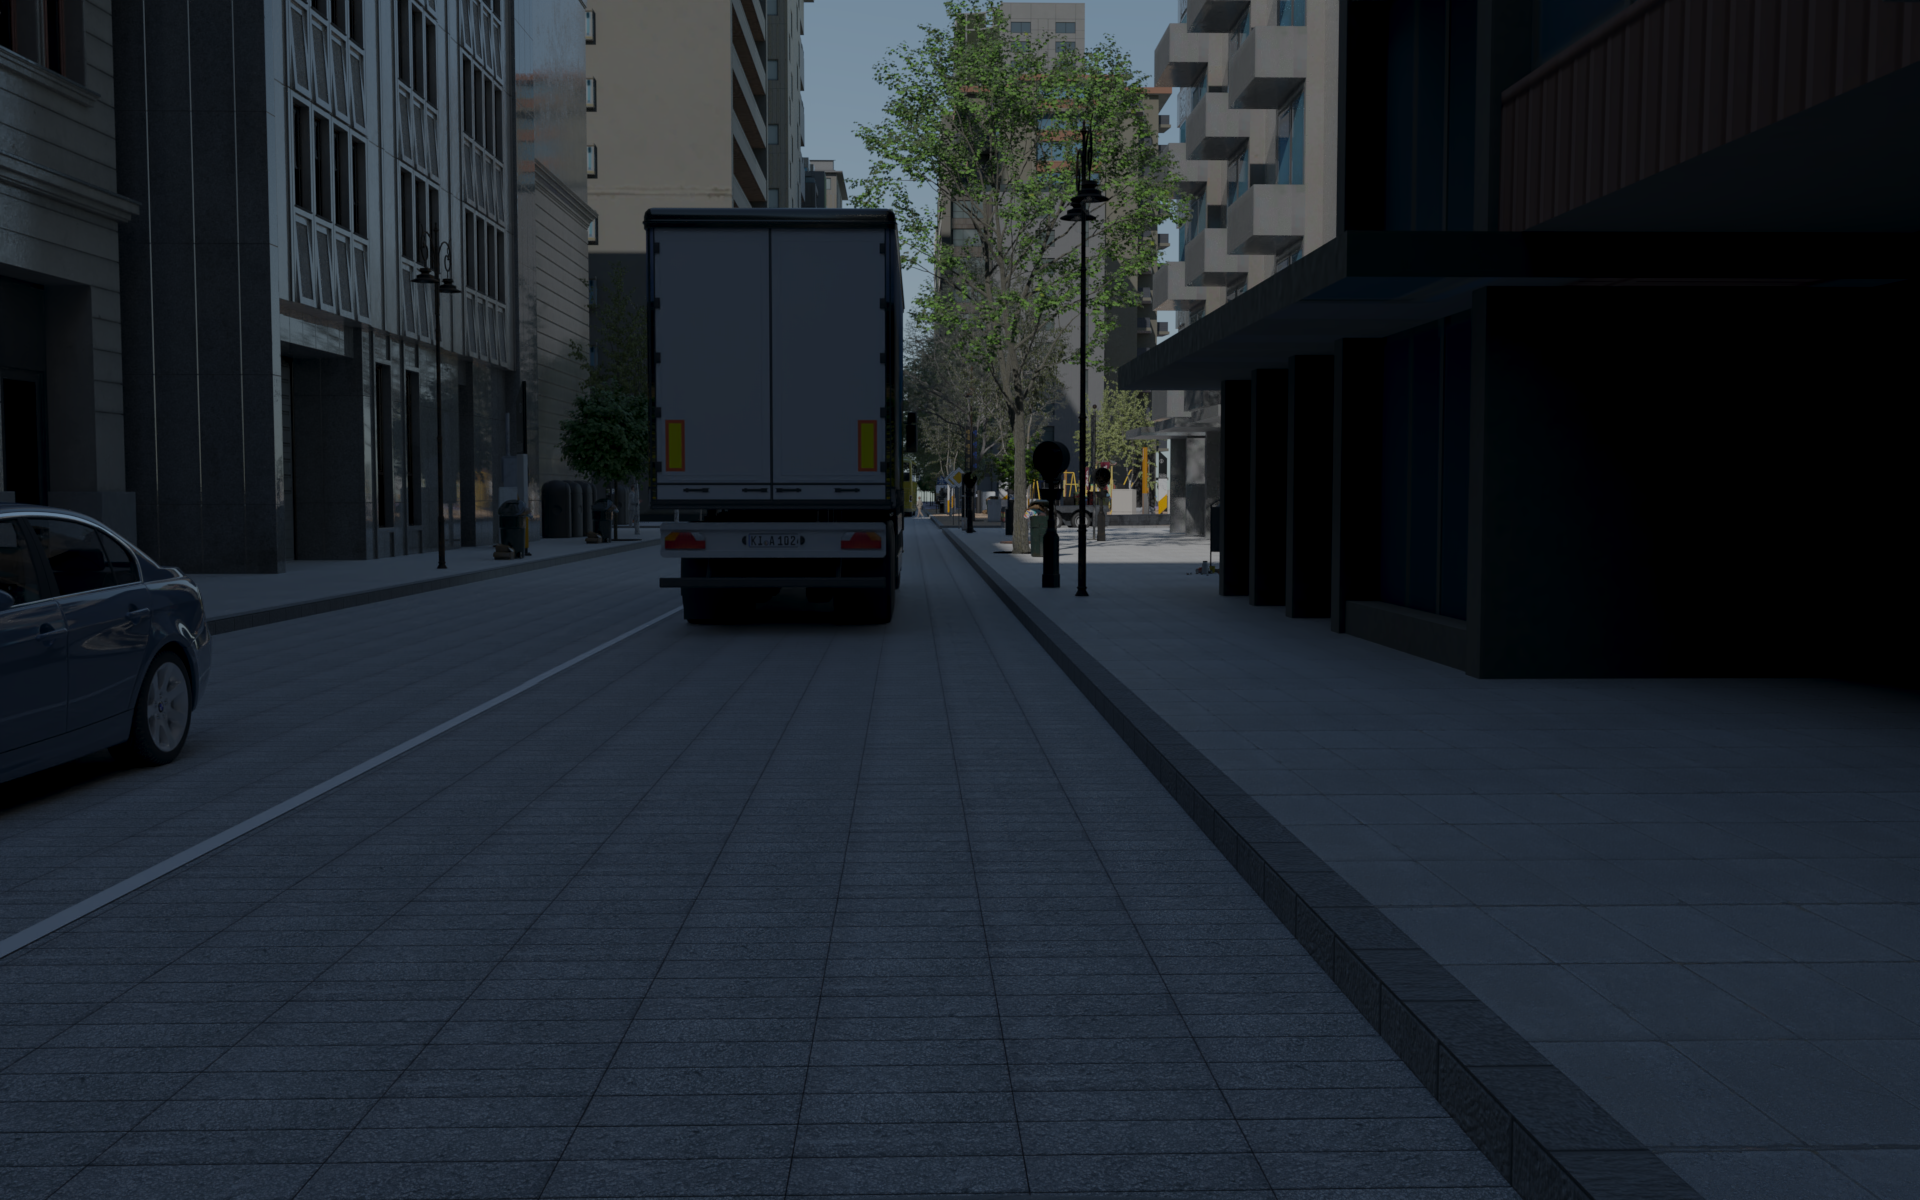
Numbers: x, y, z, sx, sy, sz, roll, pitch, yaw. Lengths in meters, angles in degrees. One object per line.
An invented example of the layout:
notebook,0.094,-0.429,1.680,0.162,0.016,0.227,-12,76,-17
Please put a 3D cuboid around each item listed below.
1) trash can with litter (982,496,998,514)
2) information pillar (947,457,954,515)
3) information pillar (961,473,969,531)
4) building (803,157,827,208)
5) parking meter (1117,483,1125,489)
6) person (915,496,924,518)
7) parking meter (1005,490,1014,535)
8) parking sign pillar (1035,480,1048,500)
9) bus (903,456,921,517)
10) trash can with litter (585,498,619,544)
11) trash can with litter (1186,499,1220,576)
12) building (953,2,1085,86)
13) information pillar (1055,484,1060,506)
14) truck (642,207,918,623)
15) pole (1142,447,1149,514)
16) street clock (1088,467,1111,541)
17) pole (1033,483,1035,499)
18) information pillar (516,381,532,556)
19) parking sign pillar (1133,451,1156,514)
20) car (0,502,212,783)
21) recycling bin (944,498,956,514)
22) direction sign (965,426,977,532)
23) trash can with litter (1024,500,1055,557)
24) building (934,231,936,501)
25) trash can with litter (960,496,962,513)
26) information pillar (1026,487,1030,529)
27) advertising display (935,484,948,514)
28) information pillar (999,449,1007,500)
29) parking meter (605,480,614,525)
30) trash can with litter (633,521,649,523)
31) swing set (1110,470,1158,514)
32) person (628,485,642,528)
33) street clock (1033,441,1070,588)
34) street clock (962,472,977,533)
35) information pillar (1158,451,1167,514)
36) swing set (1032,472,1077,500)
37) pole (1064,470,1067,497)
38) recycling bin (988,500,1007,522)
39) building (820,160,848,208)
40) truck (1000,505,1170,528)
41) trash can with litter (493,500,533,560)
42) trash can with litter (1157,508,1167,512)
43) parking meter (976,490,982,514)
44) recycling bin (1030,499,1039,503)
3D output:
trash can with litter,1.755,-6.062,110.500,0.624,1.170,1.055,-3,4,-36
information pillar,-0.565,-7.051,106.637,0.504,3.616,0.183,-3,5,-43
information pillar,0.245,-3.445,60.810,0.304,2.012,0.304,-1,4,-23
building,-30.237,-38.326,246.231,23.786,49.044,30.456,0,4,-2
parking meter,8.586,-5.302,92.394,0.399,1.863,0.255,-3,4,-38
person,-2.409,-5.514,102.927,0.640,1.303,0.475,2,4,29
parking meter,1.601,-2.793,54.069,0.372,1.533,0.369,0,3,0
parking sign pillar,6.541,-9.015,135.863,1.447,3.967,1.447,-1,4,-14
bus,-4.134,-7.306,111.002,2.896,3.916,12.252,0,4,0
trash can with litter,-9.348,-2.061,45.080,0.624,1.170,1.055,1,4,10
trash can with litter,4.707,-1.034,27.957,2.233,1.210,1.678,0,4,1
building,7.242,-50.140,258.044,20.563,71.187,20.611,0,4,-2
information pillar,5.226,-5.466,93.864,0.304,2.012,0.304,-1,4,-19
truck,-1.981,-2.060,22.600,2.839,4.237,11.283,0,4,-1
pole,8.083,-5.012,75.785,0.158,3.312,0.155,0,3,0
street clock,3.831,-2.590,46.919,0.471,2.002,0.358,-1,4,-16
pole,6.199,-9.220,144.592,0.158,3.312,0.155,0,3,0
information pillar,-9.105,-2.733,36.036,0.183,3.616,0.504,-2,4,-31
parking sign pillar,11.160,-7.136,105.139,1.447,3.967,1.447,0,4,1
car,-5.044,0.251,7.895,2.014,1.417,4.499,0,3,0
recycling bin,-0.660,-6.092,112.153,0.722,1.027,0.722,0,4,-3
direction sign,0.370,-4.042,58.088,0.379,3.537,0.876,2,4,26
trash can with litter,1.639,-1.476,35.520,0.624,1.170,1.055,0,4,4
building,6.378,-41.090,295.525,21.300,48.544,21.600,0,4,-2
trash can with litter,0.242,-6.401,116.044,0.624,1.170,1.055,0,4,3
information pillar,2.276,-3.454,60.973,0.304,2.012,0.304,1,4,16
advertising display,-1.162,-6.665,114.181,0.974,1.923,0.123,-1,4,-20
information pillar,2.242,-6.018,89.751,0.504,3.616,0.183,0,4,-3
parking meter,-14.288,-3.985,70.864,0.255,1.863,0.399,2,4,27
trash can with litter,-15.120,-4.042,77.150,2.233,1.210,1.678,2,4,28
swing set,11.160,-6.871,109.959,2.862,2.851,3.119,0,4,-5
person,-12.602,-3.582,67.265,0.583,1.804,0.606,-1,4,-12
street clock,1.248,-1.169,23.691,0.471,2.002,0.358,2,4,32
street clock,0.320,-3.188,56.693,0.471,2.002,0.358,0,4,-4
information pillar,10.932,-6.247,93.494,0.504,3.616,0.183,-1,4,-14
swing set,6.894,-7.740,124.173,3.119,2.851,2.862,-1,4,-14
pole,8.307,-8.730,136.580,0.158,3.312,0.155,0,3,0
recycling bin,1.732,-4.094,79.488,0.722,1.027,0.722,2,4,28
building,-32.434,-41.965,275.373,28.713,52.752,27.495,0,4,-2
truck,11.024,-4.754,67.490,18.799,4.110,2.967,0,4,-2
trash can with litter,-8.834,-1.392,34.139,0.624,1.170,1.055,0,4,0
trash can with litter,14.761,-6.936,124.786,1.055,1.170,0.624,-3,5,-39
parking meter,1.232,-6.459,114.021,0.372,1.533,0.369,0,3,0
recycling bin,3.643,-4.651,88.595,0.722,1.027,0.722,1,4,15
